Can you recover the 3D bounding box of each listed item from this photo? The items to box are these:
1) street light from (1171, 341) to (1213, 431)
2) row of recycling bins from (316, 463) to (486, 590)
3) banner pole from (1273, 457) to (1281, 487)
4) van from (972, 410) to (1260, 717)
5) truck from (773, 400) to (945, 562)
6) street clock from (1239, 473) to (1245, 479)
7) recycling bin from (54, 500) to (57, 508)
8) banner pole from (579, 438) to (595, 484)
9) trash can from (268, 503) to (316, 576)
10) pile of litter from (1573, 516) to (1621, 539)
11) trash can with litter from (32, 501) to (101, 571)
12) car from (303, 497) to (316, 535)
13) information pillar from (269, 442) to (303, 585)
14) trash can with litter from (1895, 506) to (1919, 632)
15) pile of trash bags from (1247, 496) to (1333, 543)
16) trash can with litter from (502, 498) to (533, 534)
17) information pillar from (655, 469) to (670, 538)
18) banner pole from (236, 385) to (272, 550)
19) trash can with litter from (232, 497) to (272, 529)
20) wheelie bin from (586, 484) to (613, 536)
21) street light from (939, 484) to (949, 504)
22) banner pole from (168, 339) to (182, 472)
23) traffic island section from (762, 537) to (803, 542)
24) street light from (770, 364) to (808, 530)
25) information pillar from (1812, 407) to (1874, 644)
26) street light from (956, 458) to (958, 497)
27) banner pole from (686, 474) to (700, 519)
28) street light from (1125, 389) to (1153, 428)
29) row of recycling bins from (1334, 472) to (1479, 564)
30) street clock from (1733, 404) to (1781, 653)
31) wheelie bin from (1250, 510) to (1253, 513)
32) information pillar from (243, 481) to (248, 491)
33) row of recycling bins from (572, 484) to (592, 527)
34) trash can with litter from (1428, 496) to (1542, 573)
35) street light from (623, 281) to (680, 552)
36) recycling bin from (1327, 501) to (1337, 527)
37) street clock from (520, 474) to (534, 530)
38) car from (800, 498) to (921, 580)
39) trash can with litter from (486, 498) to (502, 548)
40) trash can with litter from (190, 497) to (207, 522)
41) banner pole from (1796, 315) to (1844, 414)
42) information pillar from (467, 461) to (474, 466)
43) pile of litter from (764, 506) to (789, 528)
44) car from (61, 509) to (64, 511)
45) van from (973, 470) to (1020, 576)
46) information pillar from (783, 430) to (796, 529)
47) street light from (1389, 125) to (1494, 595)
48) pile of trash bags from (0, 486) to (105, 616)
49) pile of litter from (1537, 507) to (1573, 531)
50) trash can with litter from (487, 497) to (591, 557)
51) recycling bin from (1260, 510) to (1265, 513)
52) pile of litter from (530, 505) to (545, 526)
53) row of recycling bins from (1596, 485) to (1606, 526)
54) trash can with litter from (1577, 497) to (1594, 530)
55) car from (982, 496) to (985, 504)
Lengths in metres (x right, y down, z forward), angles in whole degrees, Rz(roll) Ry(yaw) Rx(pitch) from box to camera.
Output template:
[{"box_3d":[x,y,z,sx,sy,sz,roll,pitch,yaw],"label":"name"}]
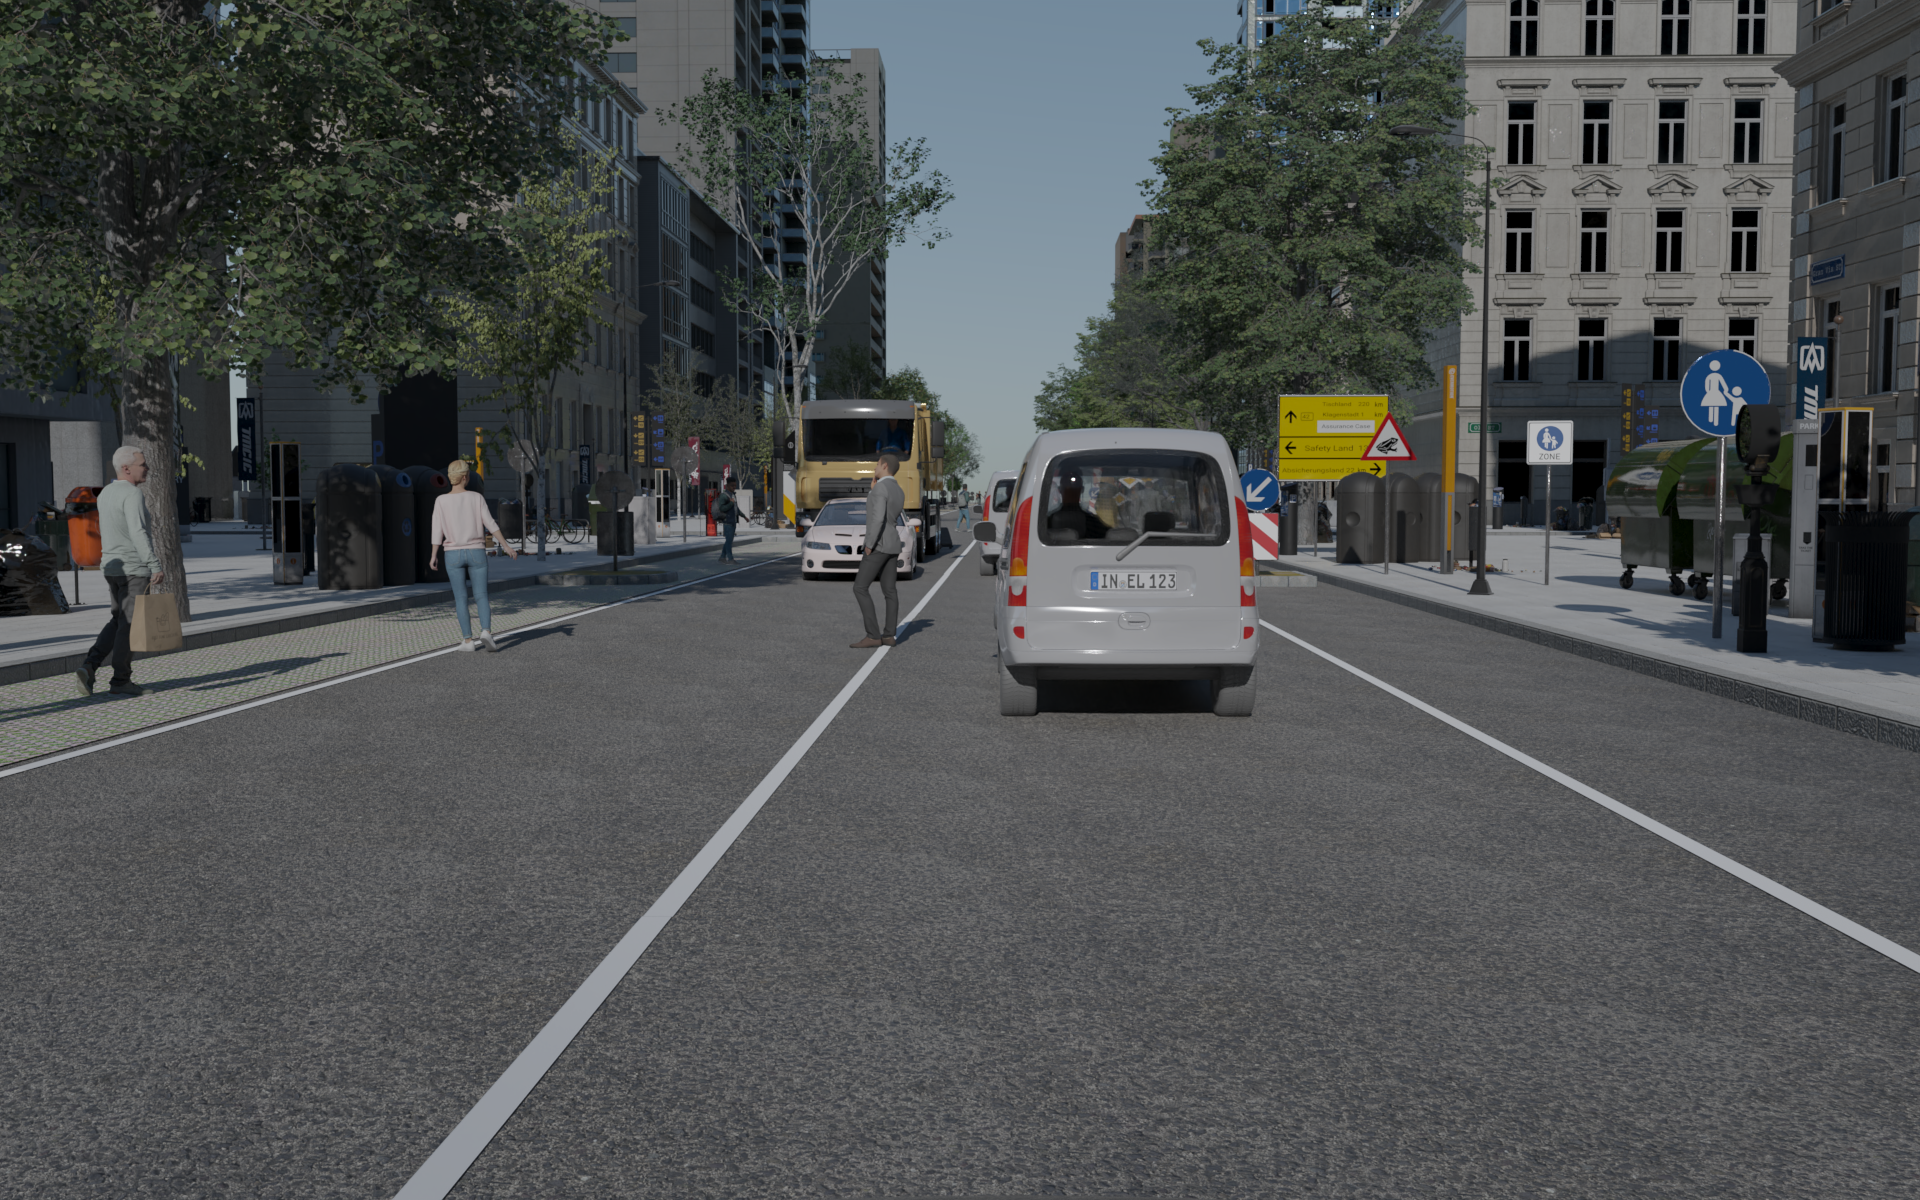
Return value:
[{"box_3d":[7.044,-4.876,52.270,1.470,5.913,1.316,0,4,2],"label":"street light"},{"box_3d":[-7.967,-1.079,24.748,1.069,1.692,3.534,1,4,15],"label":"row of recycling bins"},{"box_3d":[18.949,-6.952,103.677,0.863,3.779,0.401,0,4,4],"label":"banner pole"},{"box_3d":[1.091,-0.337,12.527,2.013,2.044,4.112,0,4,1],"label":"van"},{"box_3d":[-1.890,-2.604,38.503,3.469,3.379,9.791,0,4,2],"label":"truck"},{"box_3d":[9.844,-3.388,59.972,0.358,2.002,0.471,-2,4,-35],"label":"street clock"},{"box_3d":[-61.120,-6.336,116.151,0.722,1.027,0.722,-1,4,-11],"label":"recycling bin"},{"box_3d":[-16.549,-5.333,77.209,0.863,3.779,0.401,-1,4,-12],"label":"banner pole"},{"box_3d":[-10.458,-0.951,27.194,0.748,1.137,0.748,0,3,0],"label":"trash can"},{"box_3d":[18.780,-2.188,49.744,1.176,0.858,1.719,-2,4,-33],"label":"pile of litter"},{"box_3d":[-14.894,-1.076,28.977,1.055,1.170,0.624,-3,4,-38],"label":"trash can with litter"},{"box_3d":[-19.736,-2.885,57.397,3.980,1.641,2.015,0,4,3],"label":"car"},{"box_3d":[-9.499,-1.220,24.435,0.304,2.012,0.304,3,4,39],"label":"information pillar"},{"box_3d":[9.097,-0.307,16.400,0.624,1.170,1.055,3,5,42],"label":"trash can with litter"},{"box_3d":[9.601,-2.212,45.923,3.447,1.369,1.912,2,4,26],"label":"pile of trash bags"},{"box_3d":[-13.629,-2.550,53.079,1.055,1.170,0.624,1,4,12],"label":"trash can with litter"},{"box_3d":[-8.695,-2.824,50.663,0.304,2.012,0.304,3,5,40],"label":"information pillar"},{"box_3d":[-16.113,-3.027,39.508,0.863,3.779,0.401,1,4,11],"label":"banner pole"},{"box_3d":[-25.713,-3.244,64.097,2.233,1.210,1.678,-1,4,-11],"label":"trash can with litter"},{"box_3d":[-11.051,-2.779,53.341,0.980,1.594,0.693,1,4,14],"label":"wheelie bin"},{"box_3d":[-1.795,-13.722,196.902,1.470,5.913,1.316,0,4,2],"label":"street light"},{"box_3d":[-10.957,-2.083,24.075,0.401,3.779,0.863,0,4,-6],"label":"banner pole"},{"box_3d":[-4.863,-1.865,52.777,2.009,0.180,2.903,0,4,2],"label":"traffic island section"},{"box_3d":[-6.129,-5.485,62.216,1.470,5.913,1.316,0,4,2],"label":"street light"},{"box_3d":[7.563,-0.634,14.852,0.304,2.012,0.304,-1,4,-18],"label":"information pillar"},{"box_3d":[-1.010,-15.174,220.632,1.470,5.913,1.316,0,4,2],"label":"street light"},{"box_3d":[-13.489,-5.985,87.865,0.863,3.779,0.401,0,4,-6],"label":"banner pole"},{"box_3d":[7.825,-6.289,75.358,1.470,5.913,1.316,0,4,2],"label":"street light"},{"box_3d":[8.561,-1.572,32.809,3.534,1.692,1.069,-2,4,-35],"label":"row of recycling bins"},{"box_3d":[6.429,-0.577,14.003,0.358,2.002,0.471,1,4,10],"label":"street clock"},{"box_3d":[17.680,-5.996,105.939,0.693,1.594,0.980,0,4,-7],"label":"wheelie bin"},{"box_3d":[-49.292,-7.836,119.473,0.183,3.616,0.504,0,4,6],"label":"information pillar"},{"box_3d":[-15.122,-3.828,69.702,1.069,1.692,3.534,-1,4,-13],"label":"row of recycling bins"},{"box_3d":[8.697,-1.115,29.287,1.678,1.210,2.233,0,4,-6],"label":"trash can with litter"},{"box_3d":[-6.782,-3.995,37.858,1.470,5.913,1.316,0,4,2],"label":"street light"},{"box_3d":[14.752,-3.351,67.346,0.722,1.027,0.722,-2,4,-26],"label":"recycling bin"},{"box_3d":[-15.435,-3.498,61.758,0.358,2.002,0.471,2,4,30],"label":"street clock"},{"box_3d":[-1.707,-1.095,30.267,2.083,1.381,4.827,0,4,0],"label":"car"},{"box_3d":[-11.501,-1.812,41.016,0.624,1.170,1.055,2,4,24],"label":"trash can with litter"},{"box_3d":[-34.634,-4.100,78.430,1.055,1.170,0.624,2,4,28],"label":"trash can with litter"},{"box_3d":[12.081,-2.099,24.334,0.863,3.779,0.401,-1,4,-9],"label":"banner pole"},{"box_3d":[-10.848,-2.059,38.164,0.304,2.012,0.304,-1,4,-13],"label":"information pillar"},{"box_3d":[-6.864,-3.139,65.285,1.176,0.858,1.719,1,4,9],"label":"pile of litter"},{"box_3d":[-27.824,-2.937,57.056,4.494,1.783,2.155,0,4,3],"label":"car"},{"box_3d":[1.218,-1.507,31.648,2.013,2.044,4.112,0,4,2],"label":"van"},{"box_3d":[-6.234,-4.410,63.464,0.504,3.616,0.183,2,4,26],"label":"information pillar"},{"box_3d":[6.110,-3.023,21.974,1.470,5.913,1.316,0,4,2],"label":"street light"},{"box_3d":[-10.422,-0.541,18.591,1.912,1.369,3.447,1,4,18],"label":"pile of trash bags"},{"box_3d":[21.116,-2.856,60.657,1.176,0.858,1.719,-3,5,-44],"label":"pile of litter"},{"box_3d":[-8.996,-1.542,36.271,2.233,1.210,1.678,-3,4,-37],"label":"trash can with litter"},{"box_3d":[14.270,-4.145,80.325,0.722,1.027,0.722,2,4,26],"label":"recycling bin"},{"box_3d":[-17.595,-3.473,70.753,1.176,0.858,1.719,2,4,30],"label":"pile of litter"},{"box_3d":[26.245,-3.716,67.868,1.069,1.692,3.534,-1,4,-19],"label":"row of recycling bins"},{"box_3d":[22.457,-3.118,62.366,0.624,1.170,1.055,1,4,10],"label":"trash can with litter"},{"box_3d":[4.124,-14.015,241.510,2.083,1.381,4.827,0,4,1],"label":"car"}]
